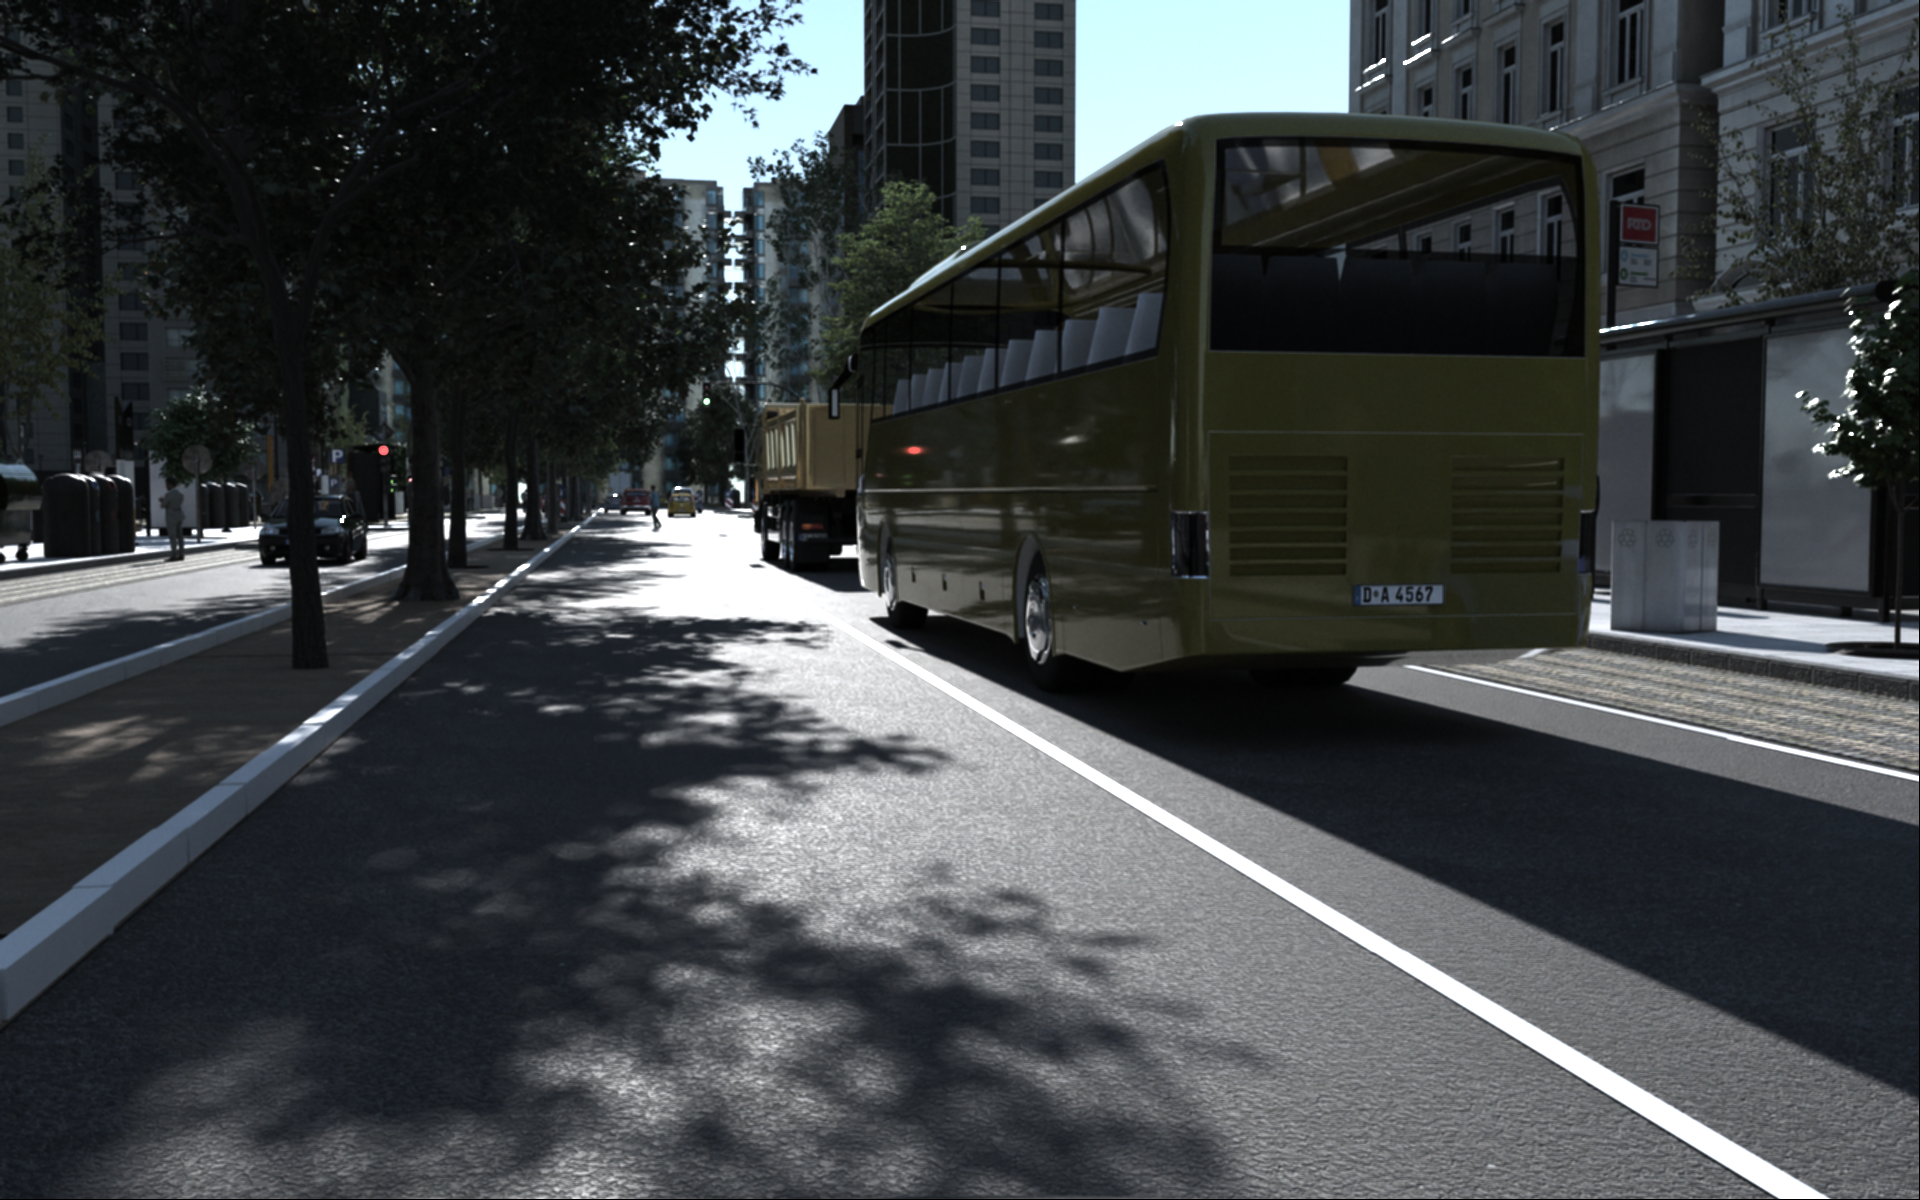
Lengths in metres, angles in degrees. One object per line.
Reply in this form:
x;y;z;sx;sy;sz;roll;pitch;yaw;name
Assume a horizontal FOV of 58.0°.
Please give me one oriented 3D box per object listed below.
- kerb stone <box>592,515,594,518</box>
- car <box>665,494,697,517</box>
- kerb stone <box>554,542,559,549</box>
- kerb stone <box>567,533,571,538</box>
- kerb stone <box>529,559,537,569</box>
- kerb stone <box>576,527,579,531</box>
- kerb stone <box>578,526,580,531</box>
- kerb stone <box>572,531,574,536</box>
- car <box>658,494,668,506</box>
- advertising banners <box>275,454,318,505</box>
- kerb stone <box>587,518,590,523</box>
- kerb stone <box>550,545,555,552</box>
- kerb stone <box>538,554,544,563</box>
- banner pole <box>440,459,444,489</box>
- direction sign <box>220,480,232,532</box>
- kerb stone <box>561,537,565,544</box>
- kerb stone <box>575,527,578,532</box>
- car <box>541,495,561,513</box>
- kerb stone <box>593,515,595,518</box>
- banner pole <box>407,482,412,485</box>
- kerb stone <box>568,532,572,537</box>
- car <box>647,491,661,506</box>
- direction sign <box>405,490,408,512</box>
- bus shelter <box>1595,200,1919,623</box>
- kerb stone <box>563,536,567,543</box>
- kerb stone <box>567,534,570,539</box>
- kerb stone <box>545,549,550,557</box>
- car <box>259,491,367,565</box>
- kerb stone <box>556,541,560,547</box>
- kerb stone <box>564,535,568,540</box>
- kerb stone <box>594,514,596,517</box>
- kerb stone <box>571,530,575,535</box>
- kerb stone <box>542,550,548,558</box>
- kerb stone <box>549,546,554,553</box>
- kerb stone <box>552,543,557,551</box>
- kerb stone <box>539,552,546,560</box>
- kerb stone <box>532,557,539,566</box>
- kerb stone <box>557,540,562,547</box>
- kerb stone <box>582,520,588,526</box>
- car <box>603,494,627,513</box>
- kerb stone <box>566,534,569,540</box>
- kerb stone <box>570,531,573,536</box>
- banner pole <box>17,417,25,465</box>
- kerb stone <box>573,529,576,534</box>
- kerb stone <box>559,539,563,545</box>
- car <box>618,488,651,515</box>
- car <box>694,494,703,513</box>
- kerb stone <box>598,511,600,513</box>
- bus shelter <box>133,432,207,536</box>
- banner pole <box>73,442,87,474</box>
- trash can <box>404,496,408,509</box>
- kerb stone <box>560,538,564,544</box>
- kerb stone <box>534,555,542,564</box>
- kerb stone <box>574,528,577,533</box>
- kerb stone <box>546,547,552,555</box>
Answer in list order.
-20.114;-4.402;94.212;0.120;0.150;1.000;-1;4;-11;kerb stone
-17.402;-5.989;108.141;2.015;1.641;3.980;-1;4;-9;car
-10.201;-1.297;43.394;0.120;0.150;1.000;-1;4;-11;kerb stone
-12.170;-1.913;53.481;0.120;0.150;1.000;-1;4;-11;kerb stone
-8.036;-0.619;32.331;0.120;0.150;1.000;-1;4;-11;kerb stone
-13.931;-2.466;62.540;0.120;0.150;1.000;-1;4;-11;kerb stone
-14.325;-2.590;64.547;0.120;0.150;1.000;-1;4;-11;kerb stone
-12.755;-2.098;56.502;0.120;0.150;1.000;-1;4;-11;kerb stone
-34.442;-11.598;199.843;2.015;1.641;3.980;-1;4;-12;car
-29.105;-4.877;75.920;0.090;3.025;2.074;3;5;42;advertising banners
-18.160;-3.790;84.163;0.120;0.150;1.000;-1;4;-11;kerb stone
-9.809;-1.174;41.388;0.120;0.150;1.000;-1;4;-11;kerb stone
-8.637;-0.805;35.359;0.120;0.150;1.000;-1;4;-11;kerb stone
-35.946;-7.873;118.743;0.401;3.779;0.863;-3;5;-41;banner pole
-24.905;-4.079;58.696;0.876;3.537;0.379;1;4;23;direction sign
-11.188;-1.603;48.434;0.120;0.150;1.000;-1;4;-11;kerb stone
-13.737;-2.406;61.537;0.120;0.150;1.000;-1;4;-11;kerb stone
-31.355;-7.625;133.714;2.155;1.783;4.494;-1;4;-11;car
-20.517;-4.527;96.229;0.120;0.150;1.000;-1;4;-11;kerb stone
-37.963;-7.939;119.819;0.863;3.779;0.401;2;4;30;banner pole
-12.361;-1.971;54.488;0.120;0.150;1.000;-1;4;-11;kerb stone
-38.594;-12.781;217.636;2.281;1.827;5.304;-1;4;-10;car
-38.861;-7.913;121.382;0.876;3.537;0.379;2;4;34;direction sign
9.160;-2.678;21.424;2.179;5.291;8.768;-1;4;-11;bus shelter
-11.376;-1.667;49.447;0.120;0.150;1.000;-1;4;-11;kerb stone
-11.972;-1.848;52.476;0.120;0.150;1.000;-1;4;-11;kerb stone
-9.222;-0.989;38.371;0.120;0.150;1.000;-1;4;-11;kerb stone
-13.622;-1.638;36.567;2.009;1.686;4.222;-1;4;-12;car
-10.392;-1.355;44.401;0.120;0.150;1.000;-1;4;-11;kerb stone
-11.570;-1.728;50.454;0.120;0.150;1.000;-1;4;-11;kerb stone
-21.098;-4.713;99.252;0.120;0.150;1.000;-1;4;-11;kerb stone
-12.955;-2.160;57.504;0.120;0.150;1.000;-1;4;-11;kerb stone
-9.025;-0.928;37.368;0.120;0.150;1.000;-1;4;-11;kerb stone
-9.611;-1.112;40.381;0.120;0.150;1.000;-1;4;-11;kerb stone
-10.000;-1.235;42.392;0.120;0.150;1.000;-1;4;-11;kerb stone
-8.822;-0.867;36.364;0.120;0.150;1.000;-1;4;-11;kerb stone
-8.238;-0.677;33.344;0.120;0.150;1.000;-1;4;-11;kerb stone
-10.589;-1.420;45.415;0.120;0.150;1.000;-1;4;-11;kerb stone
-16.970;-3.421;78.121;0.120;0.150;1.000;-1;4;-11;kerb stone
-26.729;-7.489;134.448;2.014;1.417;4.499;-1;4;-10;car
-11.778;-1.790;51.470;0.120;0.150;1.000;-1;4;-11;kerb stone
-12.555;-2.036;55.492;0.120;0.150;1.000;-1;4;-11;kerb stone
-28.201;-3.796;52.076;0.401;3.779;0.863;-1;4;-16;banner pole
-13.146;-2.216;58.512;0.120;0.150;1.000;-1;4;-11;kerb stone
-10.792;-1.482;46.418;0.120;0.150;1.000;-1;4;-11;kerb stone
-22.331;-6.759;119.180;2.281;1.827;5.304;-1;4;-13;car
-20.589;-7.348;132.149;2.014;1.417;4.499;-1;4;-11;car
-24.241;-5.695;115.349;0.120;0.150;1.000;-1;4;-11;kerb stone
-24.580;-3.760;55.398;2.014;3.302;5.546;-1;4;-11;bus shelter
-42.661;-5.754;84.101;0.863;3.779;0.401;0;4;7;banner pole
-46.762;-8.199;145.703;0.748;1.137;0.748;0;3;0;trash can
-10.986;-1.543;47.426;0.120;0.150;1.000;-1;4;-11;kerb stone
-8.431;-0.743;34.351;0.120;0.150;1.000;-1;4;-11;kerb stone
-13.545;-2.340;60.531;0.120;0.150;1.000;-1;4;-11;kerb stone
-9.414;-1.051;39.375;0.120;0.150;1.000;-1;4;-11;kerb stone
